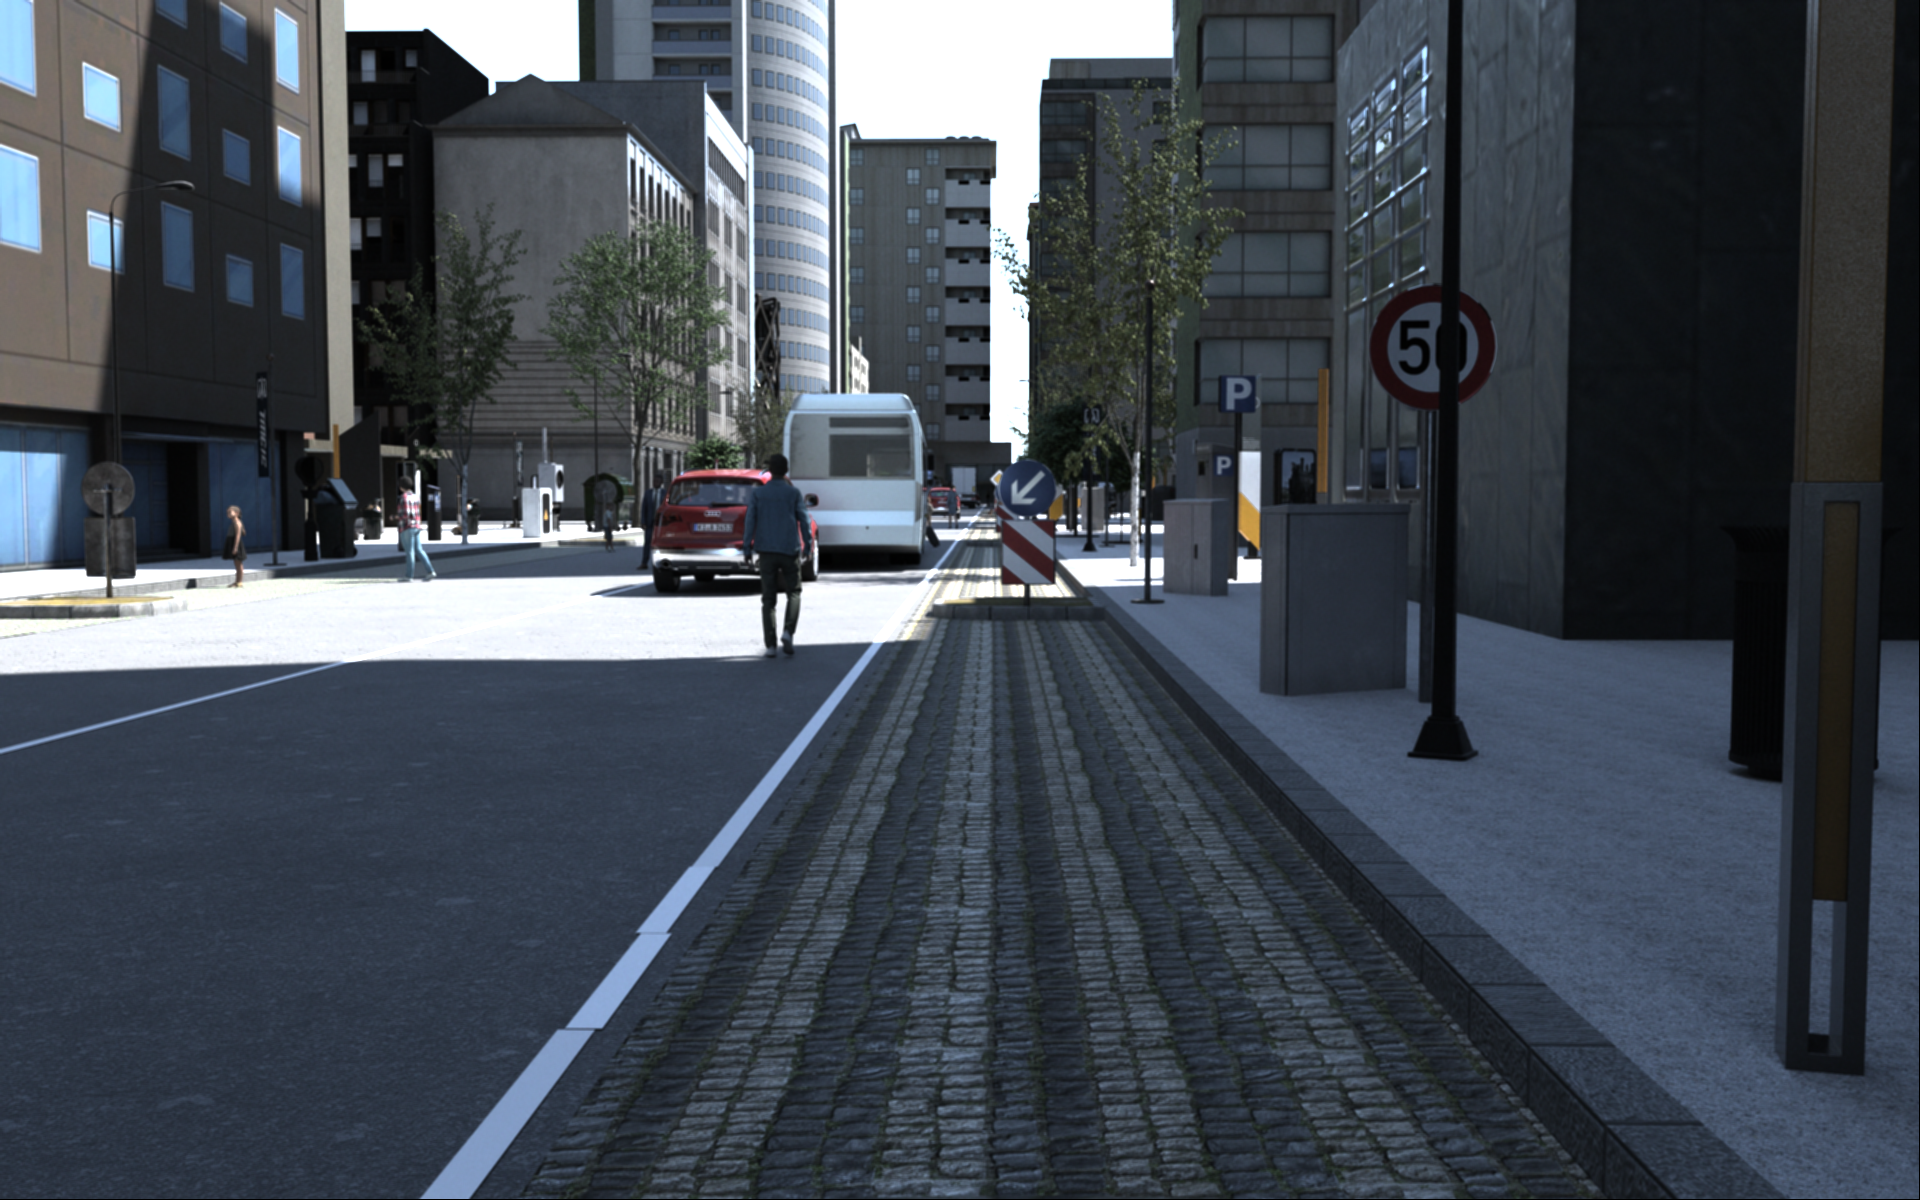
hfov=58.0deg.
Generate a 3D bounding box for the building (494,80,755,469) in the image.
[{"bbox_3d":[-20.335,-17.818,109.339,12.078,24.808,19.932,0,4,1],"label":"building"}]

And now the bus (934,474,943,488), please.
[{"bbox_3d":[-3.636,-13.270,208.504,2.896,3.916,12.252,0,4,3],"label":"bus"}]

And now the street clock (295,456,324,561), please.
[{"bbox_3d":[-12.416,-1.744,33.085,0.358,2.002,0.471,3,5,44],"label":"street clock"}]

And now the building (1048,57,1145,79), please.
[{"bbox_3d":[15.368,-29.510,166.090,14.154,41.232,14.086,0,4,1],"label":"building"}]

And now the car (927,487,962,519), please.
[{"bbox_3d":[-1.016,-5.613,100.448,2.281,1.827,5.304,0,4,-1],"label":"car"}]

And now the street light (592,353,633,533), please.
[{"bbox_3d":[-11.497,-5.184,57.294,1.470,5.913,1.316,0,4,1],"label":"street light"}]

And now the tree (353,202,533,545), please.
[{"bbox_3d":[-12.700,-5.705,43.642,4.737,8.622,4.395,0,3,0],"label":"tree"}]

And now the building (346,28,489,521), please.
[{"bbox_3d":[-33.091,-15.735,86.938,15.834,23.373,12.332,0,4,1],"label":"building"}]

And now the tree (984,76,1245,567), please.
[{"bbox_3d":[2.876,-4.897,30.423,4.737,8.622,4.395,0,3,0],"label":"tree"}]

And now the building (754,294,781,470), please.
[{"bbox_3d":[-21.998,-16.002,129.088,16.820,18.784,16.811,0,4,1],"label":"building"}]

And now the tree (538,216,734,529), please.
[{"bbox_3d":[-11.978,-8.485,64.491,9.928,11.665,9.643,0,3,0],"label":"tree"}]

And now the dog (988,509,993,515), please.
[{"bbox_3d":[1.881,-5.404,107.648,0.540,0.507,0.406,2,4,27],"label":"dog"}]

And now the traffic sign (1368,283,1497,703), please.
[{"bbox_3d":[2.868,-0.642,10.595,0.768,2.556,0.104,0,4,4],"label":"traffic sign"}]

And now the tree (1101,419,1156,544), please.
[{"bbox_3d":[4.316,-3.077,44.903,1.663,3.219,1.824,0,3,0],"label":"tree"}]

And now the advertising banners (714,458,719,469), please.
[{"bbox_3d":[-12.110,-5.380,84.156,0.090,3.025,2.074,1,4,15],"label":"advertising banners"}]

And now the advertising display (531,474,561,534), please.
[{"bbox_3d":[-14.056,-3.277,58.791,0.974,1.923,0.123,-2,4,-30],"label":"advertising display"}]

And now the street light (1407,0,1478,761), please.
[{"bbox_3d":[1.828,-2.189,8.334,1.470,5.913,1.316,0,4,1],"label":"street light"}]

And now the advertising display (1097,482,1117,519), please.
[{"bbox_3d":[7.442,-5.046,87.709,0.974,1.923,0.123,0,4,7],"label":"advertising display"}]

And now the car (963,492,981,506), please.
[{"bbox_3d":[1.450,-12.595,214.604,2.281,1.827,5.304,0,4,3],"label":"car"}]

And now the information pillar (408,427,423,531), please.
[{"bbox_3d":[-19.014,-4.221,60.374,0.183,3.616,0.504,2,4,28],"label":"information pillar"}]

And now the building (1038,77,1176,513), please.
[{"bbox_3d":[12.578,-21.549,124.019,14.160,30.474,14.107,0,4,1],"label":"building"}]

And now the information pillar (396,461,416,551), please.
[{"bbox_3d":[-12.415,-2.102,38.859,0.304,2.012,0.304,3,5,40],"label":"information pillar"}]

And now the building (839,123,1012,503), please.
[{"bbox_3d":[-6.183,-40.653,253.907,27.495,52.752,28.713,0,4,1],"label":"building"}]

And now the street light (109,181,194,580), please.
[{"bbox_3d":[-12.086,-3.264,25.906,1.470,5.913,1.316,0,4,1],"label":"street light"}]

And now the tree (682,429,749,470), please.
[{"bbox_3d":[-12.446,-6.379,88.010,4.285,4.588,4.351,0,3,0],"label":"tree"}]

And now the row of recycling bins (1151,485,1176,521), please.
[{"bbox_3d":[9.827,-4.679,83.618,1.069,1.692,3.534,1,4,15],"label":"row of recycling bins"}]

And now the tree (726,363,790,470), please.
[{"bbox_3d":[-11.367,-9.018,97.800,4.360,8.622,3.978,0,3,0],"label":"tree"}]

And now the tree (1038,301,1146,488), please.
[{"bbox_3d":[4.919,-7.046,65.566,4.360,8.622,3.978,0,3,0],"label":"tree"}]

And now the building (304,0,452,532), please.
[{"bbox_3d":[-34.705,-24.599,56.826,28.867,44.769,22.147,0,4,1],"label":"building"}]

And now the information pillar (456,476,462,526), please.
[{"bbox_3d":[-20.301,-4.039,70.530,0.304,2.012,0.304,-2,4,-30],"label":"information pillar"}]

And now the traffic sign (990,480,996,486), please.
[{"bbox_3d":[1.757,-4.568,78.322,0.795,2.450,0.064,0,4,1],"label":"traffic sign"}]

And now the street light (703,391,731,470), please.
[{"bbox_3d":[-11.031,-6.475,78.406,1.470,5.913,1.316,0,4,1],"label":"street light"}]

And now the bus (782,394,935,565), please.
[{"bbox_3d":[-2.049,-2.661,38.368,2.948,3.499,13.247,0,4,-1],"label":"bus"}]

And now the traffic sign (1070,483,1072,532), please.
[{"bbox_3d":[3.777,-3.598,58.927,0.768,2.556,0.104,1,4,10],"label":"traffic sign"}]

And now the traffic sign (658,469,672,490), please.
[{"bbox_3d":[-12.004,-4.182,70.499,0.606,2.300,0.079,0,4,2],"label":"traffic sign"}]

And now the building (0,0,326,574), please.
[{"bbox_3d":[-21.738,-23.356,31.974,14.600,45.320,14.200,0,4,1],"label":"building"}]

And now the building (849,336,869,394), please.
[{"bbox_3d":[-26.675,-22.522,213.278,28.899,21.520,27.650,0,4,1],"label":"building"}]

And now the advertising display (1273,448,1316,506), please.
[{"bbox_3d":[4.756,-1.187,24.623,0.123,1.923,0.974,3,5,41],"label":"advertising display"}]

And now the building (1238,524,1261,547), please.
[{"bbox_3d":[12.865,-22.230,47.056,14.154,41.232,14.086,0,4,1],"label":"building"}]

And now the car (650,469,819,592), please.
[{"bbox_3d":[-3.402,-1.111,26.846,2.281,1.827,5.304,0,4,1],"label":"car"}]

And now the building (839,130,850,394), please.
[{"bbox_3d":[-19.644,-30.930,189.300,14.154,41.232,14.086,0,4,1],"label":"building"}]

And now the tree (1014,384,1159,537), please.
[{"bbox_3d":[3.405,-4.181,52.080,4.285,4.588,4.351,0,3,0],"label":"tree"}]

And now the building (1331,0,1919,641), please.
[{"bbox_3d":[16.356,-42.490,7.376,22.319,86.520,31.000,0,4,1],"label":"building"}]

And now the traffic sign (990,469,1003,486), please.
[{"bbox_3d":[1.603,-4.079,70.338,0.795,2.450,0.064,0,4,1],"label":"traffic sign"}]

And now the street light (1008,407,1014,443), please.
[{"bbox_3d":[3.428,-7.314,92.131,1.470,5.913,1.316,0,4,1],"label":"street light"}]

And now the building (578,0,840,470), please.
[{"bbox_3d":[-23.310,-38.229,167.049,21.231,58.520,28.212,0,4,1],"label":"building"}]

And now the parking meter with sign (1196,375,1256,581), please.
[{"bbox_3d":[3.908,-1.838,26.307,0.543,3.016,1.738,-1,4,-11],"label":"parking meter with sign"}]

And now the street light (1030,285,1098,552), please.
[{"bbox_3d":[2.360,-4.041,38.611,1.470,5.913,1.316,0,4,1],"label":"street light"}]

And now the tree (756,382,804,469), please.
[{"bbox_3d":[-11.703,-10.000,113.855,4.737,8.622,4.395,0,3,0],"label":"tree"}]

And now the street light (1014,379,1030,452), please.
[{"bbox_3d":[3.030,-5.968,70.124,1.470,5.913,1.316,0,4,1],"label":"street light"}]

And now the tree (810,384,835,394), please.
[{"bbox_3d":[-10.738,-13.021,147.301,7.601,10.594,8.767,2,4,34],"label":"tree"}]

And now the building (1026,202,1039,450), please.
[{"bbox_3d":[22.392,-36.410,249.923,28.867,44.769,22.147,0,4,1],"label":"building"}]

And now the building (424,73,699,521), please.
[{"bbox_3d":[-19.970,-14.754,90.381,9.793,20.994,18.267,0,4,1],"label":"building"}]
